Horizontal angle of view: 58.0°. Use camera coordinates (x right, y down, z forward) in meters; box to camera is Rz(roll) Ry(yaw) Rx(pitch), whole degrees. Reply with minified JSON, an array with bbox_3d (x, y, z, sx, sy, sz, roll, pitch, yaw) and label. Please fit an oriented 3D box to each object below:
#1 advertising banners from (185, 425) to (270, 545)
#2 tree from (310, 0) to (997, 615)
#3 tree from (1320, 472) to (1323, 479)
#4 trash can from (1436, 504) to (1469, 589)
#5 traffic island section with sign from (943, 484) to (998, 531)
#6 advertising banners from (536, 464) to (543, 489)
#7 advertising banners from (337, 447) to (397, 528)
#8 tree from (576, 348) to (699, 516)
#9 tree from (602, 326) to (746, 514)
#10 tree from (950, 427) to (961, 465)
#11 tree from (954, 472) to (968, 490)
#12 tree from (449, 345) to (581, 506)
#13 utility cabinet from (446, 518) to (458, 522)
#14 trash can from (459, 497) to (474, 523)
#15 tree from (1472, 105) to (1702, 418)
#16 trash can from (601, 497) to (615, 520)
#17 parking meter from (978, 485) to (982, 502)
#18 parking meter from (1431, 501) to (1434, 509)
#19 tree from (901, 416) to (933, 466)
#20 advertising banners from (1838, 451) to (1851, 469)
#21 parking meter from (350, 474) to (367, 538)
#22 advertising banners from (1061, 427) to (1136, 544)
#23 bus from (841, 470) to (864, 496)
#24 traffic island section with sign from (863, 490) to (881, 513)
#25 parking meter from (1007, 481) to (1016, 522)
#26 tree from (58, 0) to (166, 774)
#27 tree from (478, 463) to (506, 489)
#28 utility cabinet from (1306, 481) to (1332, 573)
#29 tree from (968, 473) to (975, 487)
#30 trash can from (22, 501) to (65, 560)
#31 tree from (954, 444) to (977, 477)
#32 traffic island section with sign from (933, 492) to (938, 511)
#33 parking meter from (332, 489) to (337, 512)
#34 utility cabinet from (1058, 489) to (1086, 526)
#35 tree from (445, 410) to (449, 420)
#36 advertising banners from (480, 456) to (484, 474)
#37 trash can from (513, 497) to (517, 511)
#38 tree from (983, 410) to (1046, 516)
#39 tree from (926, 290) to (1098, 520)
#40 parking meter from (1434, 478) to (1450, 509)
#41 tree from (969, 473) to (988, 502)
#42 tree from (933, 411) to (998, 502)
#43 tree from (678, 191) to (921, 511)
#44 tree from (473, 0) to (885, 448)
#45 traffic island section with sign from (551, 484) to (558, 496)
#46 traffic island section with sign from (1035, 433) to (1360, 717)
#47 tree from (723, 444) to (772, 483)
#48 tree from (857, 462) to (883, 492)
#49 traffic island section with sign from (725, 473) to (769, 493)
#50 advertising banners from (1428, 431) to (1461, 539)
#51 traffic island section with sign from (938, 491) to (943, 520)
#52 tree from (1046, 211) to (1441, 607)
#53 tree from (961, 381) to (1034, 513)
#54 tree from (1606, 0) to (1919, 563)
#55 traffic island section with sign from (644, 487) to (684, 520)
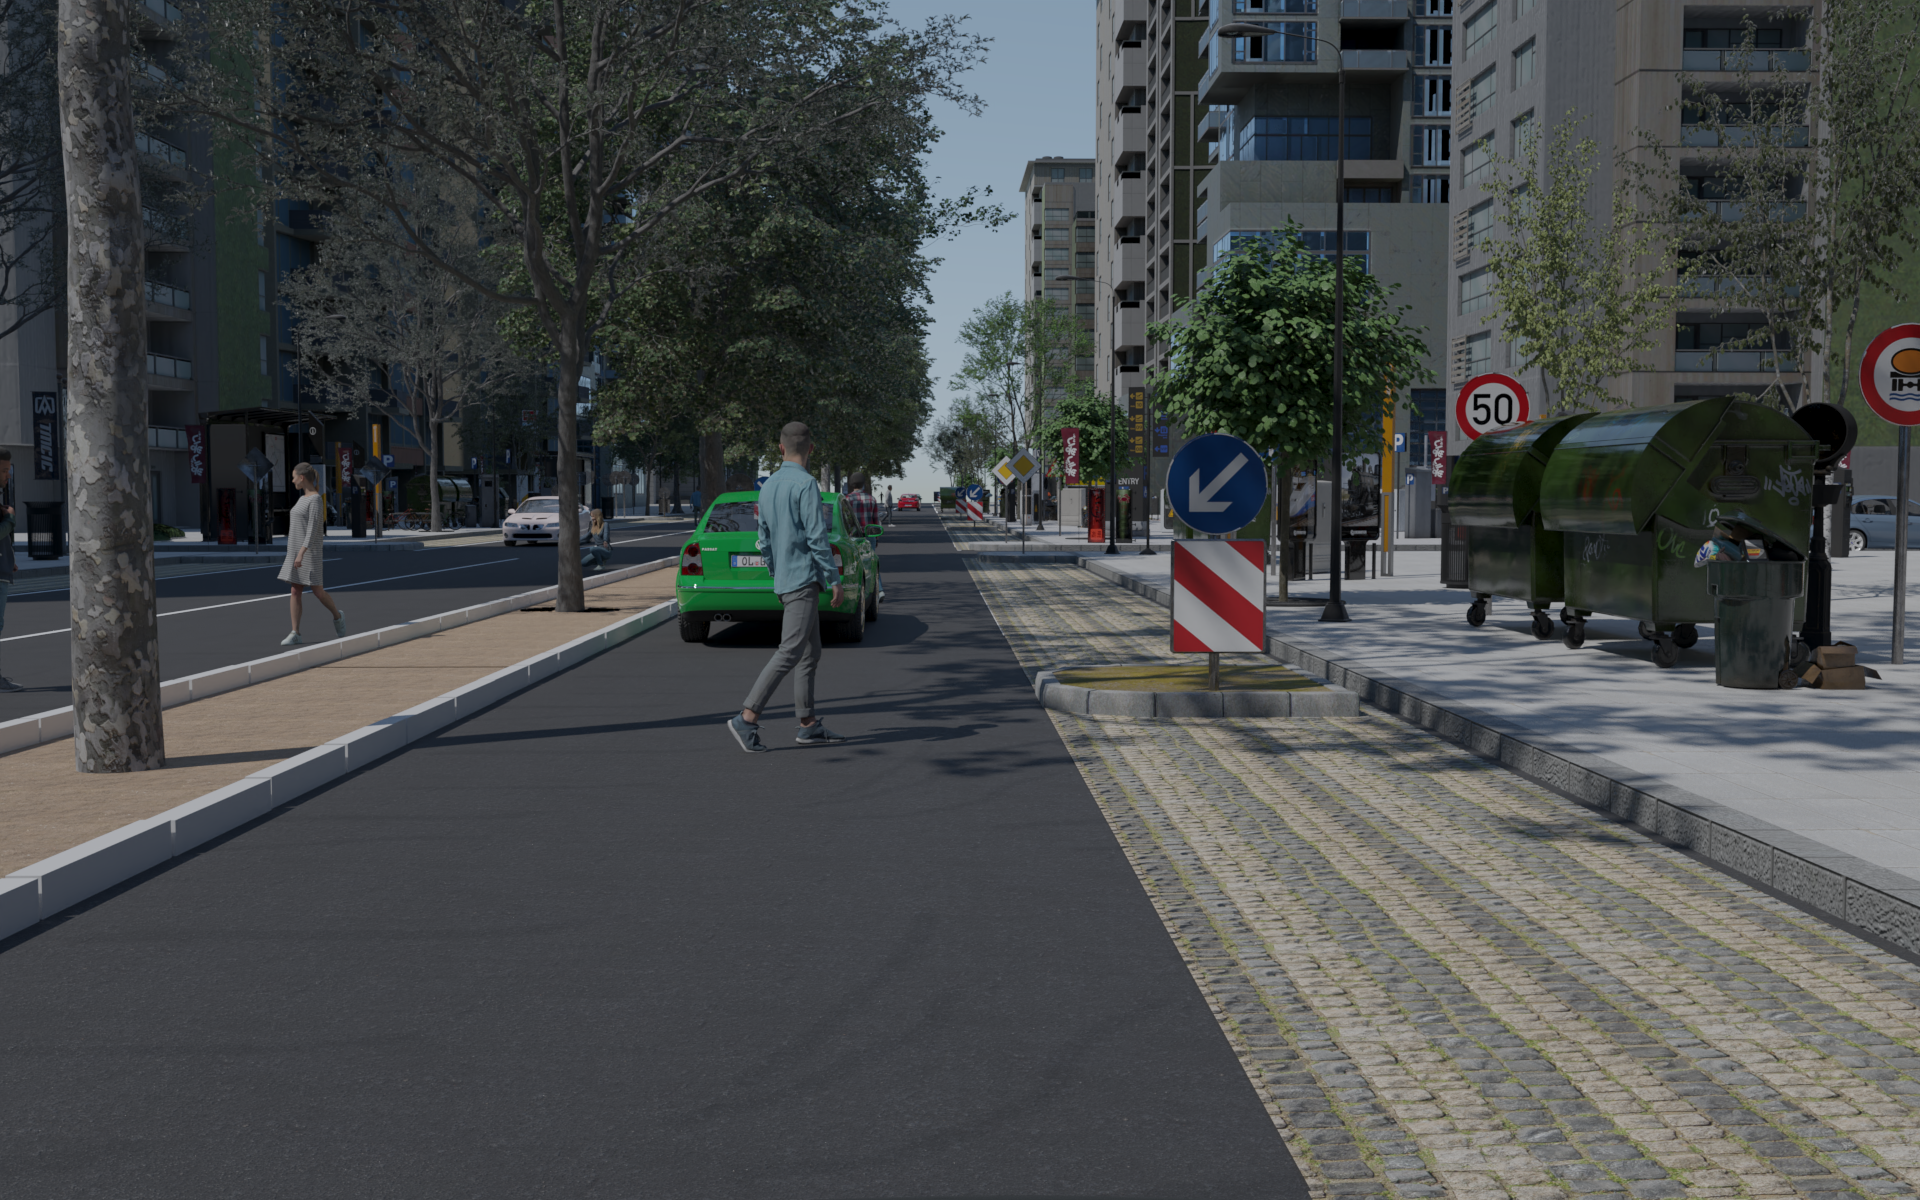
[{"bbox_3d":[-18.485,-2.905,43.678,2.074,3.025,0.090,0,4,1],"label":"advertising banners"},{"bbox_3d":[-4.767,-6.602,20.775,12.009,13.543,11.850,0,3,0],"label":"tree"},{"bbox_3d":[14.439,-4.348,65.693,1.663,3.219,1.824,0,3,0],"label":"tree"},{"bbox_3d":[6.866,-0.731,23.603,0.748,1.137,0.748,0,3,0],"label":"trash can"},{"bbox_3d":[0.454,-3.637,68.099,1.989,1.847,2.006,0,4,-1],"label":"traffic island section with sign"},{"bbox_3d":[-24.265,-6.500,102.458,0.090,3.025,2.074,3,4,37],"label":"advertising banners"},{"bbox_3d":[-22.284,-4.216,65.125,2.074,3.025,0.090,-1,4,-15],"label":"advertising banners"},{"bbox_3d":[-18.218,-10.155,100.438,8.767,10.594,7.601,-1,4,-9],"label":"tree"},{"bbox_3d":[-18.643,-11.995,113.120,9.611,12.733,9.660,0,3,0],"label":"tree"},{"bbox_3d":[1.460,-12.275,151.065,4.360,8.622,3.978,0,3,0],"label":"tree"},{"bbox_3d":[0.794,-15.428,235.965,4.285,4.588,4.351,0,3,0],"label":"tree"},{"bbox_3d":[-18.673,-7.564,74.034,4.360,8.622,3.978,0,3,0],"label":"tree"},{"bbox_3d":[-23.781,-4.259,80.797,0.306,1.237,1.020,-3,5,-44],"label":"utility cabinet"},{"bbox_3d":[-20.771,-3.745,72.876,0.748,1.137,0.748,0,3,0],"label":"trash can"},{"bbox_3d":[11.624,-5.063,33.140,4.737,8.622,4.395,0,3,0],"label":"tree"},{"bbox_3d":[-17.754,-4.626,87.288,0.748,1.137,0.748,0,3,0],"label":"trash can"},{"bbox_3d":[1.358,-6.742,115.946,0.255,1.863,0.399,0,4,5],"label":"parking meter"},{"bbox_3d":[17.274,-3.490,62.774,0.255,1.863,0.399,0,4,-7],"label":"parking meter"},{"bbox_3d":[-6.371,-10.934,115.640,8.767,10.594,7.601,0,4,-1],"label":"tree"},{"bbox_3d":[24.235,-3.220,48.835,0.090,3.025,2.074,-2,4,-24],"label":"advertising banners"},{"bbox_3d":[-17.609,-2.753,50.730,0.399,1.863,0.255,1,4,23],"label":"parking meter"},{"bbox_3d":[3.600,-3.000,45.235,2.074,3.025,0.090,2,4,24],"label":"advertising banners"},{"bbox_3d":[-10.849,-11.578,180.850,2.896,3.916,12.252,0,4,-1],"label":"bus"},{"bbox_3d":[-6.433,-6.834,119.874,2.006,1.907,1.989,0,4,-1],"label":"traffic island section with sign"},{"bbox_3d":[2.317,-4.485,79.040,0.399,1.863,0.255,-3,4,-37],"label":"parking meter"},{"bbox_3d":[-3.143,-9.127,7.578,12.611,20.169,13.585,0,3,0],"label":"tree"},{"bbox_3d":[-28.454,-6.779,105.435,1.663,3.219,1.824,0,3,0],"label":"tree"},{"bbox_3d":[5.698,-1.179,27.952,0.318,1.500,1.173,3,5,40],"label":"utility cabinet"},{"bbox_3d":[3.055,-7.304,103.127,4.285,4.588,4.351,0,3,0],"label":"tree"},{"bbox_3d":[-17.775,-1.345,33.636,0.748,1.137,0.748,0,3,0],"label":"trash can"},{"bbox_3d":[0.492,-18.042,245.346,4.737,8.622,4.395,0,3,0],"label":"tree"},{"bbox_3d":[-1.025,-8.284,144.069,1.989,1.847,2.006,0,4,-1],"label":"traffic island section with sign"},{"bbox_3d":[-25.504,-3.825,70.948,0.372,1.533,0.369,0,3,0],"label":"parking meter"},{"bbox_3d":[4.457,-3.706,69.264,1.173,1.500,0.318,3,5,41],"label":"utility cabinet"},{"bbox_3d":[-27.669,-9.166,100.224,4.360,8.622,3.978,0,3,0],"label":"tree"},{"bbox_3d":[-21.852,-5.125,79.979,0.090,3.025,2.074,0,4,1],"label":"advertising banners"},{"bbox_3d":[-21.376,-4.437,84.198,0.748,1.137,0.748,0,3,0],"label":"trash can"},{"bbox_3d":[3.660,-4.012,49.305,4.285,4.588,4.351,0,3,0],"label":"tree"},{"bbox_3d":[3.138,-9.867,87.076,9.928,11.665,9.643,0,3,0],"label":"tree"},{"bbox_3d":[15.686,-3.084,56.131,0.399,1.863,0.255,-1,4,-9],"label":"parking meter"},{"bbox_3d":[1.983,-11.031,174.955,1.663,3.219,1.824,0,3,0],"label":"tree"},{"bbox_3d":[1.496,-15.297,184.520,7.601,10.594,8.767,3,5,41],"label":"tree"},{"bbox_3d":[-5.339,-8.563,60.595,7.486,12.596,7.792,0,3,0],"label":"tree"},{"bbox_3d":[-4.727,-7.581,33.065,9.857,13.997,8.962,0,3,0],"label":"tree"},{"bbox_3d":[-15.603,-3.587,67.275,1.989,1.847,2.006,0,4,-1],"label":"traffic island section with sign"},{"bbox_3d":[1.543,-0.205,11.984,1.989,1.847,2.006,0,4,-1],"label":"traffic island section with sign"},{"bbox_3d":[-20.145,-13.159,165.514,4.737,8.622,4.395,0,3,0],"label":"tree"},{"bbox_3d":[-6.010,-8.962,99.352,4.360,8.622,3.978,0,3,0],"label":"tree"},{"bbox_3d":[-4.963,-2.239,44.750,2.006,1.907,1.989,0,4,-1],"label":"traffic island section with sign"},{"bbox_3d":[13.931,-3.152,47.718,2.074,3.025,0.090,1,4,9],"label":"advertising banners"},{"bbox_3d":[-0.065,-5.286,95.049,1.989,1.847,2.006,0,4,-1],"label":"traffic island section with sign"},{"bbox_3d":[3.842,-2.229,20.153,4.285,4.588,4.351,0,3,0],"label":"tree"},{"bbox_3d":[2.648,-9.939,112.871,4.360,8.622,3.978,0,3,0],"label":"tree"},{"bbox_3d":[10.345,-4.312,20.859,4.360,8.622,3.978,0,3,0],"label":"tree"},{"bbox_3d":[-16.133,-5.251,94.474,1.989,1.847,2.006,0,4,-1],"label":"traffic island section with sign"}]
